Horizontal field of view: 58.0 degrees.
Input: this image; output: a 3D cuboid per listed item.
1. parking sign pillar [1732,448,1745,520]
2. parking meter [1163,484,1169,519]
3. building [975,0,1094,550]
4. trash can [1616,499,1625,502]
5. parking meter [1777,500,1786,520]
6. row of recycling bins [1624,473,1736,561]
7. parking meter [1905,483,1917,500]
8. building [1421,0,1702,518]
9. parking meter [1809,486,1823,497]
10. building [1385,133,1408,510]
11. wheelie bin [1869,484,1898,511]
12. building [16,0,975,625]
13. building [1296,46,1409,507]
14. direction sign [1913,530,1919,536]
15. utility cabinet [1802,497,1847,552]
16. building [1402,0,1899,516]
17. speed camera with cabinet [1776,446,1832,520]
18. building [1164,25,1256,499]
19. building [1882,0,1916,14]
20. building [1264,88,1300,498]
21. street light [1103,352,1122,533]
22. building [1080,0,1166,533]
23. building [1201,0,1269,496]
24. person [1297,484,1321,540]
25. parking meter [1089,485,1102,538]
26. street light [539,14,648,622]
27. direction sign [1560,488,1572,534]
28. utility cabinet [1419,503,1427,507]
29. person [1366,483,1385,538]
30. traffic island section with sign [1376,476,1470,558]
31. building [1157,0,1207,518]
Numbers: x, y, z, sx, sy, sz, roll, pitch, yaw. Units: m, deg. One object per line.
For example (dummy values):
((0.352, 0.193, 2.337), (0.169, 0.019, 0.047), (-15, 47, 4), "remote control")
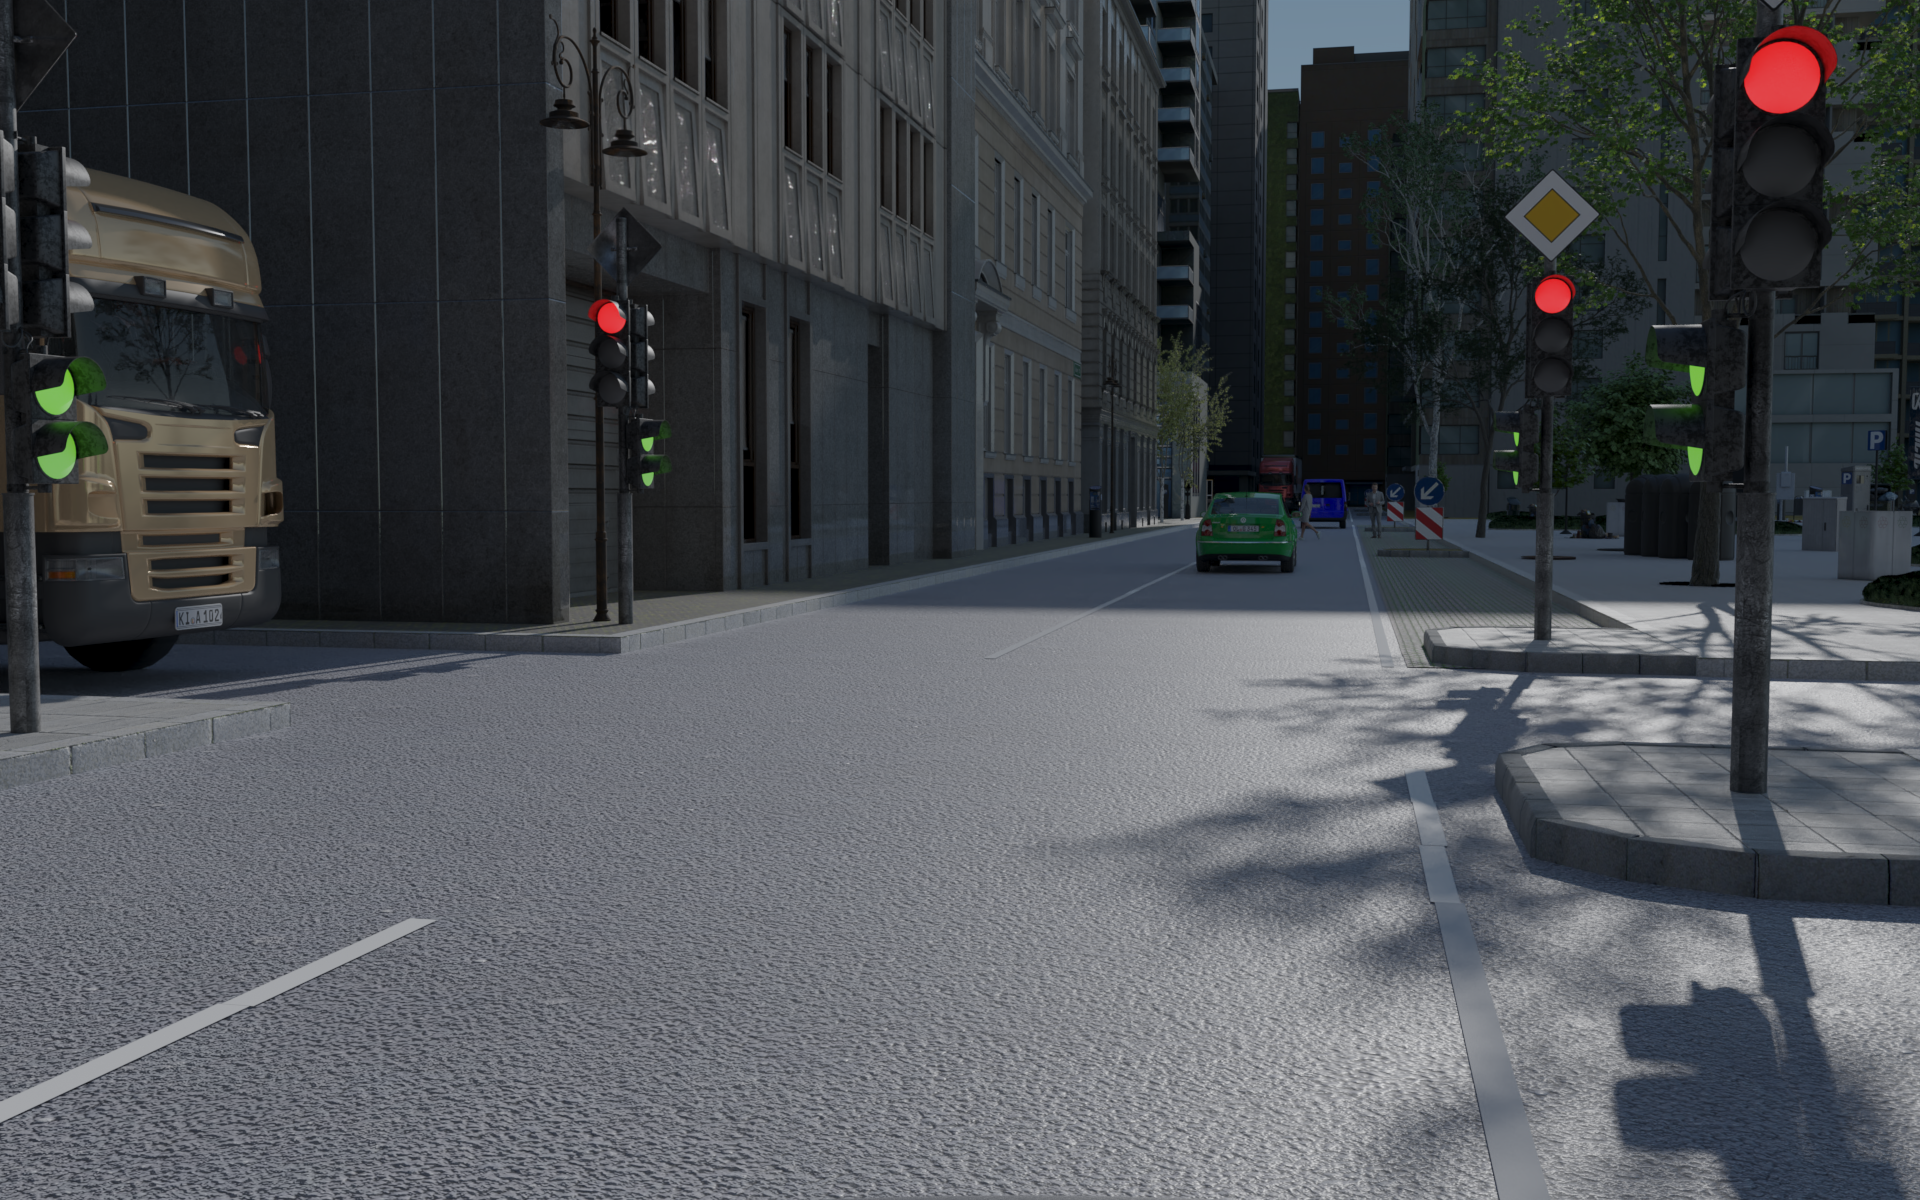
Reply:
((27.363, -4.462, 61.426), (1.447, 3.967, 1.447), (-1, 4, -23), "parking sign pillar")
((10.735, -5.204, 90.804), (0.399, 1.863, 0.255), (0, 4, -7), "parking meter")
((-4.196, -15.958, 46.821), (13.634, 28.700, 20.117), (1, 4, 12), "building")
((20.686, -2.568, 53.632), (0.748, 1.137, 0.748), (0, 3, 0), "trash can")
((39.912, -4.633, 84.157), (0.372, 1.533, 0.369), (0, 3, 0), "parking meter")
((14.474, -1.705, 34.987), (1.069, 1.692, 3.534), (0, 4, -4), "row of recycling bins")
((43.665, -4.516, 79.546), (0.399, 1.863, 0.255), (0, 4, 6), "parking meter")
((33.335, -19.999, 98.689), (14.160, 30.474, 14.107), (1, 4, 12), "building")
((26.021, -2.708, 52.681), (0.372, 1.533, 0.369), (0, 3, 0), "parking meter")
((41.790, -22.533, 140.123), (14.160, 30.474, 14.107), (1, 4, 12), "building")
((27.749, -2.714, 52.289), (0.980, 1.594, 0.693), (3, 4, 36), "wheelie bin")
((-7.704, -12.796, 27.244), (12.078, 24.808, 19.932), (1, 4, 12), "building")
((41.857, -32.183, 176.294), (14.200, 45.320, 14.600), (1, 4, 12), "building")
((29.251, -3.709, 52.632), (0.379, 3.537, 0.876), (0, 4, -7), "direction sign")
((19.471, -1.705, 39.047), (0.306, 1.237, 1.020), (-1, 4, -16), "utility cabinet")
((44.441, -32.268, 116.816), (28.713, 52.752, 27.495), (1, 4, 12), "building")
((34.871, -4.724, 71.580), (2.038, 3.252, 0.660), (1, 4, 23), "speed camera with cabinet")
((6.719, -27.124, 135.361), (32.217, 40.220, 23.993), (1, 4, 12), "building")
((68.676, -29.925, 143.903), (28.867, 44.769, 22.147), (1, 4, 12), "building")
((28.038, -30.326, 179.420), (14.086, 41.232, 14.154), (1, 4, 12), "building")
((4.969, -5.121, 56.512), (0.468, 5.910, 1.993), (1, 4, 12), "street light")
((1.951, -13.246, 65.726), (9.793, 20.994, 18.267), (1, 4, 12), "building")
((16.787, -43.871, 155.535), (20.611, 71.187, 20.563), (1, 4, 12), "building")
((10.777, -2.714, 53.625), (0.760, 1.731, 0.466), (0, 4, 6), "person")
((3.984, -2.601, 50.942), (0.372, 1.533, 0.369), (0, 3, 0), "parking meter")
((-3.620, -2.725, 17.336), (0.468, 5.910, 1.993), (1, 4, 12), "street light")
((19.424, -3.879, 55.422), (0.379, 3.537, 0.876), (1, 4, 21), "direction sign")
((19.663, -3.967, 73.547), (0.318, 1.500, 1.173), (1, 4, 13), "utility cabinet")
((13.385, -2.887, 55.902), (0.606, 1.804, 0.583), (1, 4, 20), "person")
((10.626, -1.905, 39.783), (1.989, 1.847, 2.006), (1, 4, 12), "traffic island section with sign")
((4.646, -48.540, 106.294), (22.319, 86.520, 31.000), (1, 4, 12), "building")
